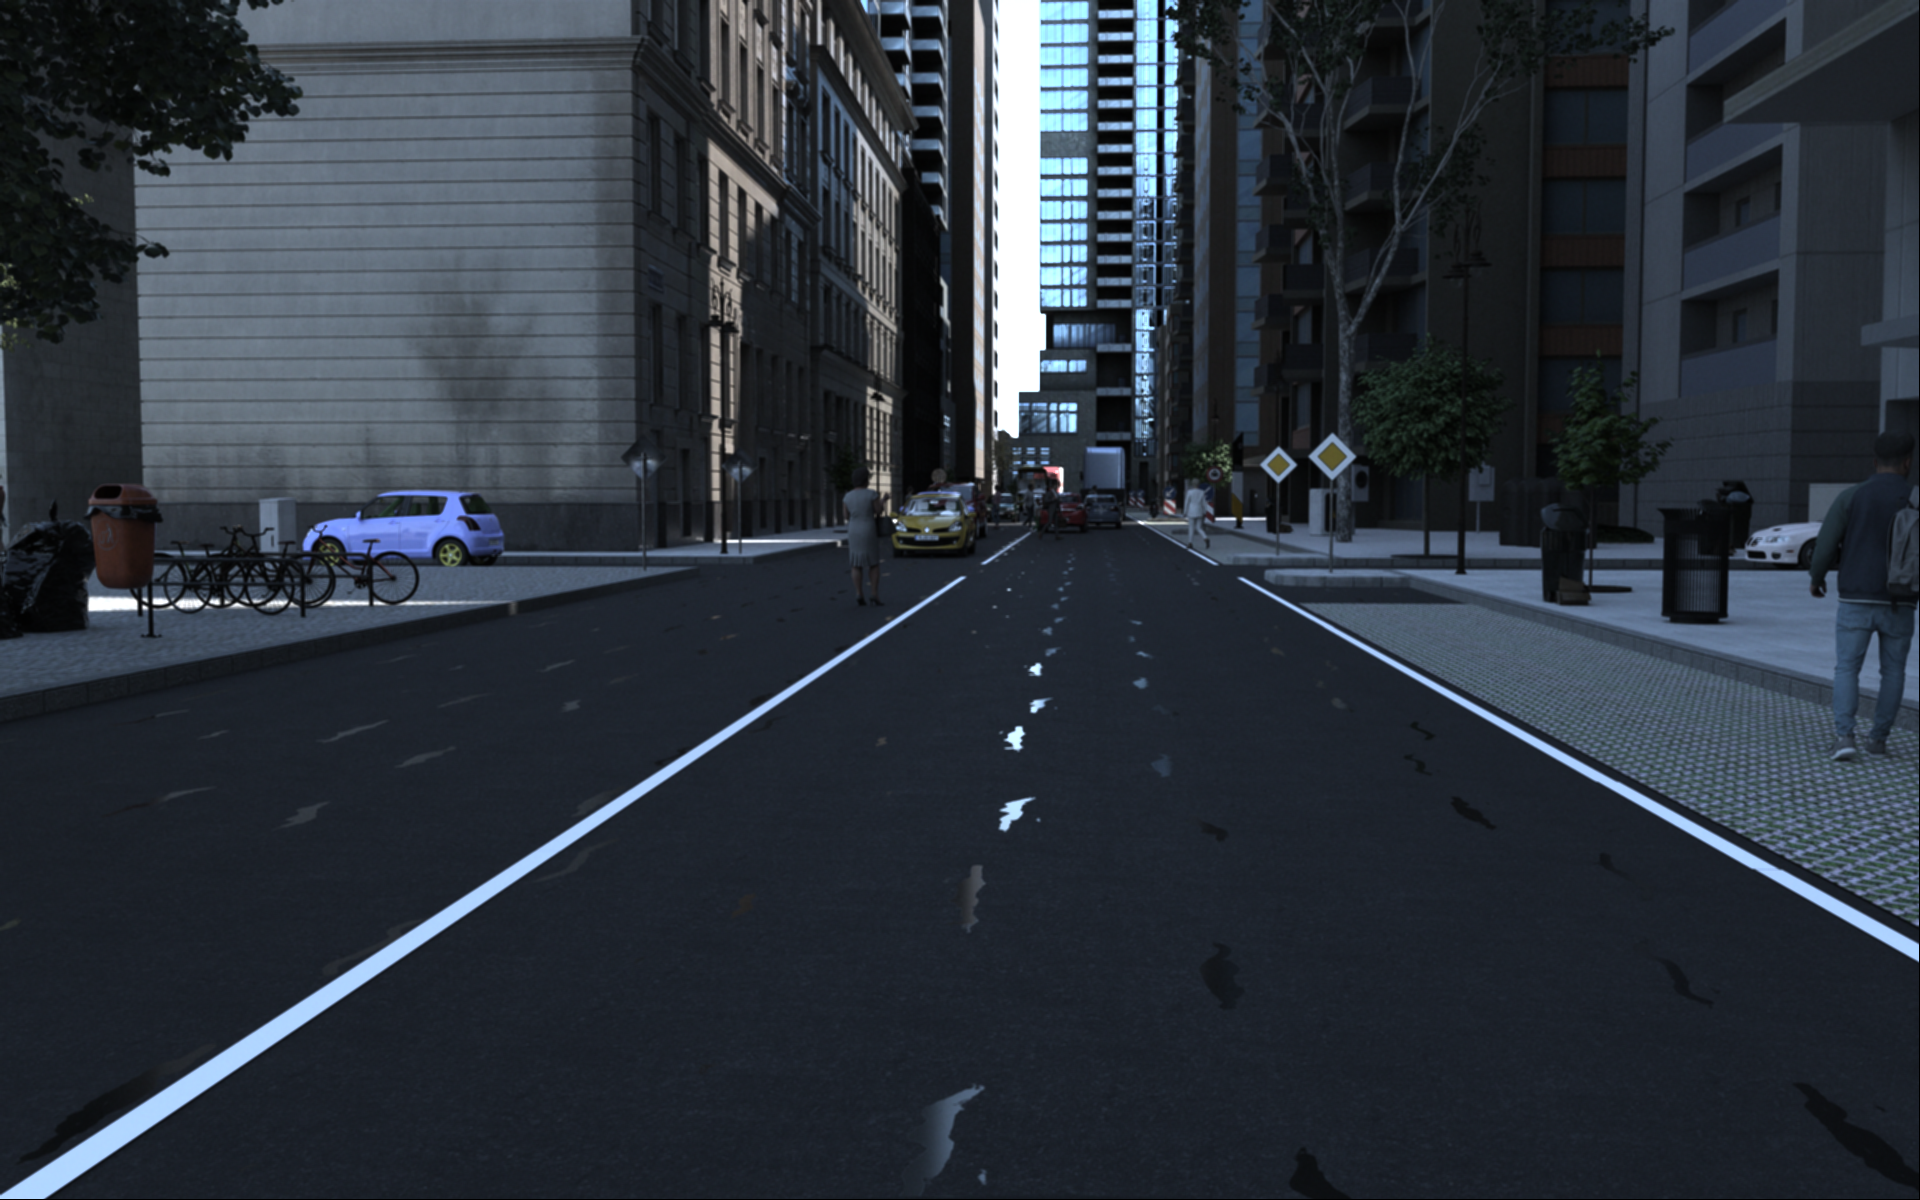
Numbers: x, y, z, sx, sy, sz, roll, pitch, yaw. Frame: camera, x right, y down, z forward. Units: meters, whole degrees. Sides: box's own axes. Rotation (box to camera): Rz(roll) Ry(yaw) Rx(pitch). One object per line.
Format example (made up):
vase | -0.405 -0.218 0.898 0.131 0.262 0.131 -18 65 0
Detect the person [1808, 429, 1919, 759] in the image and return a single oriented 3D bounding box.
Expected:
person | 4.959 -0.030 9.341 0.623 1.781 0.721 1 4 12

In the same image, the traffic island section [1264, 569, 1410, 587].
traffic island section | 6.051 -0.361 28.181 2.009 0.180 2.903 0 4 4

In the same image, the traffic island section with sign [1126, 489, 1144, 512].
traffic island section with sign | 14.254 -7.909 137.939 1.989 1.847 2.006 0 4 4

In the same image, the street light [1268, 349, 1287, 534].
street light | 10.143 -5.054 55.428 0.468 5.910 1.993 0 4 4

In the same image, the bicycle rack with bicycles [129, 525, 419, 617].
bicycle rack with bicycles | -7.818 -0.350 19.109 2.925 0.926 2.852 0 4 5

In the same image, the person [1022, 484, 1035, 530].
person | 2.740 -3.744 69.563 0.795 1.843 0.661 3 5 39

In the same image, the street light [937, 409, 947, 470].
street light | -0.950 -7.326 92.562 0.468 5.910 1.993 0 4 4

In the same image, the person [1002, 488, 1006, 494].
person | 2.842 -6.130 109.005 0.850 1.792 0.678 0 4 3

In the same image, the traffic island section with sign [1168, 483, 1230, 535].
traffic island section with sign | 8.557 -3.242 61.629 1.989 1.847 2.006 0 4 4

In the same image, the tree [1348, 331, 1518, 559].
tree | 9.561 -3.140 35.054 4.285 4.588 4.351 0 3 0

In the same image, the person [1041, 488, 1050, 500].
person | 5.762 -6.443 113.775 1.348 1.831 0.705 -2 4 -32

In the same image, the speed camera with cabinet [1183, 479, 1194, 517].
speed camera with cabinet | 13.042 -6.376 98.588 0.660 3.252 2.038 0 4 6

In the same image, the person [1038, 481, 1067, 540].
person | 2.896 -2.801 54.255 0.822 1.834 0.622 2 4 31

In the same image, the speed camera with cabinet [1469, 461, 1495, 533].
speed camera with cabinet | 17.712 -3.805 56.546 2.038 3.252 0.660 0 4 -1

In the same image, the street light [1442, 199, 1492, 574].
street light | 8.021 -3.350 27.555 0.468 5.910 1.993 0 4 4

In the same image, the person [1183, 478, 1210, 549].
person | 6.105 -2.216 44.608 0.514 1.842 0.818 -2 4 -34

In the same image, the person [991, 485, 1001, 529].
person | 1.484 -3.849 71.440 0.388 1.821 0.555 -2 4 -35

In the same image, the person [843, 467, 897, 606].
person | -1.130 -0.823 22.314 0.716 1.782 0.532 1 4 20

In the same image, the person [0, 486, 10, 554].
person | -18.643 -1.527 33.435 0.580 1.828 0.573 3 4 36

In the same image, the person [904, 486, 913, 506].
person | -1.704 -3.056 59.471 0.522 1.701 0.512 -3 5 -44

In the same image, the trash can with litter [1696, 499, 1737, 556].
trash can with litter | 15.847 -1.514 36.140 0.624 1.170 1.055 0 4 -8

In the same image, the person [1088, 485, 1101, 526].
person | 5.994 -4.261 78.268 0.850 1.850 0.679 2 4 27

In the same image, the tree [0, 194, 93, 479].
tree | -16.131 -4.677 26.825 4.737 8.622 4.395 0 3 0

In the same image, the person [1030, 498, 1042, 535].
person | 2.652 -2.911 60.346 0.590 1.304 0.306 -3 4 -39

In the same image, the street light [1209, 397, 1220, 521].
street light | 12.129 -6.711 82.510 0.468 5.910 1.993 0 4 4

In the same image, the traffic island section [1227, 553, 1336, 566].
traffic island section | 6.645 -0.848 36.144 2.009 0.180 2.903 0 4 4

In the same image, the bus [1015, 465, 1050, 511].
bus | 6.254 -9.663 149.540 2.896 3.916 12.252 0 4 3

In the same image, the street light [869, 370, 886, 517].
street light | -3.076 -5.634 64.900 0.468 5.910 1.993 0 4 4

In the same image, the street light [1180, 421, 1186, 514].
street light | 14.219 -8.413 110.339 0.468 5.910 1.993 0 4 4

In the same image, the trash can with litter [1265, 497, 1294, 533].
trash can with litter | 10.586 -2.806 57.259 0.624 1.170 1.055 -3 4 -37

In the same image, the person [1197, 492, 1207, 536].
person | 8.155 -2.913 58.725 0.503 1.515 0.523 2 4 31

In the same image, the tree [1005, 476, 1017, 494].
tree | 5.922 -11.734 186.446 1.663 3.219 1.824 0 3 0

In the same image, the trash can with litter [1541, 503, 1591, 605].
trash can with litter | 7.192 -0.547 20.327 0.624 1.170 1.055 0 4 5

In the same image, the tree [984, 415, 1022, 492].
tree | 3.705 -12.976 162.523 4.360 8.622 3.978 0 3 0

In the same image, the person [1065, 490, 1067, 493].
person | 8.719 -8.160 142.696 1.217 1.735 0.721 0 4 7

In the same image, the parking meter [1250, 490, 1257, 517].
parking meter | 16.302 -5.374 96.276 0.372 1.533 0.369 0 3 0

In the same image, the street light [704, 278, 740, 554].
street light | -5.081 -3.935 37.130 0.468 5.910 1.993 0 4 4

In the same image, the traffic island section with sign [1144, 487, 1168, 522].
traffic island section with sign | 10.567 -4.886 88.510 1.989 1.847 2.006 0 4 4

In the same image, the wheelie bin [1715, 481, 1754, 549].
wheelie bin | 18.167 -2.005 40.695 0.693 1.594 0.980 -1 4 -18

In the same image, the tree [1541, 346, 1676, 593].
tree | 8.303 -1.722 22.760 1.663 3.219 1.824 0 3 0

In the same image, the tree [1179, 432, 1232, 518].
tree | 13.271 -6.641 92.293 4.285 4.588 4.351 0 3 0

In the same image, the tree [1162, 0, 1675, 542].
tree | 11.192 -11.530 44.409 12.611 20.169 13.585 0 3 0

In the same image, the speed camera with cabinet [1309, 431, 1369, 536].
speed camera with cabinet | 11.743 -3.625 53.612 2.038 3.252 0.660 -2 4 -34
